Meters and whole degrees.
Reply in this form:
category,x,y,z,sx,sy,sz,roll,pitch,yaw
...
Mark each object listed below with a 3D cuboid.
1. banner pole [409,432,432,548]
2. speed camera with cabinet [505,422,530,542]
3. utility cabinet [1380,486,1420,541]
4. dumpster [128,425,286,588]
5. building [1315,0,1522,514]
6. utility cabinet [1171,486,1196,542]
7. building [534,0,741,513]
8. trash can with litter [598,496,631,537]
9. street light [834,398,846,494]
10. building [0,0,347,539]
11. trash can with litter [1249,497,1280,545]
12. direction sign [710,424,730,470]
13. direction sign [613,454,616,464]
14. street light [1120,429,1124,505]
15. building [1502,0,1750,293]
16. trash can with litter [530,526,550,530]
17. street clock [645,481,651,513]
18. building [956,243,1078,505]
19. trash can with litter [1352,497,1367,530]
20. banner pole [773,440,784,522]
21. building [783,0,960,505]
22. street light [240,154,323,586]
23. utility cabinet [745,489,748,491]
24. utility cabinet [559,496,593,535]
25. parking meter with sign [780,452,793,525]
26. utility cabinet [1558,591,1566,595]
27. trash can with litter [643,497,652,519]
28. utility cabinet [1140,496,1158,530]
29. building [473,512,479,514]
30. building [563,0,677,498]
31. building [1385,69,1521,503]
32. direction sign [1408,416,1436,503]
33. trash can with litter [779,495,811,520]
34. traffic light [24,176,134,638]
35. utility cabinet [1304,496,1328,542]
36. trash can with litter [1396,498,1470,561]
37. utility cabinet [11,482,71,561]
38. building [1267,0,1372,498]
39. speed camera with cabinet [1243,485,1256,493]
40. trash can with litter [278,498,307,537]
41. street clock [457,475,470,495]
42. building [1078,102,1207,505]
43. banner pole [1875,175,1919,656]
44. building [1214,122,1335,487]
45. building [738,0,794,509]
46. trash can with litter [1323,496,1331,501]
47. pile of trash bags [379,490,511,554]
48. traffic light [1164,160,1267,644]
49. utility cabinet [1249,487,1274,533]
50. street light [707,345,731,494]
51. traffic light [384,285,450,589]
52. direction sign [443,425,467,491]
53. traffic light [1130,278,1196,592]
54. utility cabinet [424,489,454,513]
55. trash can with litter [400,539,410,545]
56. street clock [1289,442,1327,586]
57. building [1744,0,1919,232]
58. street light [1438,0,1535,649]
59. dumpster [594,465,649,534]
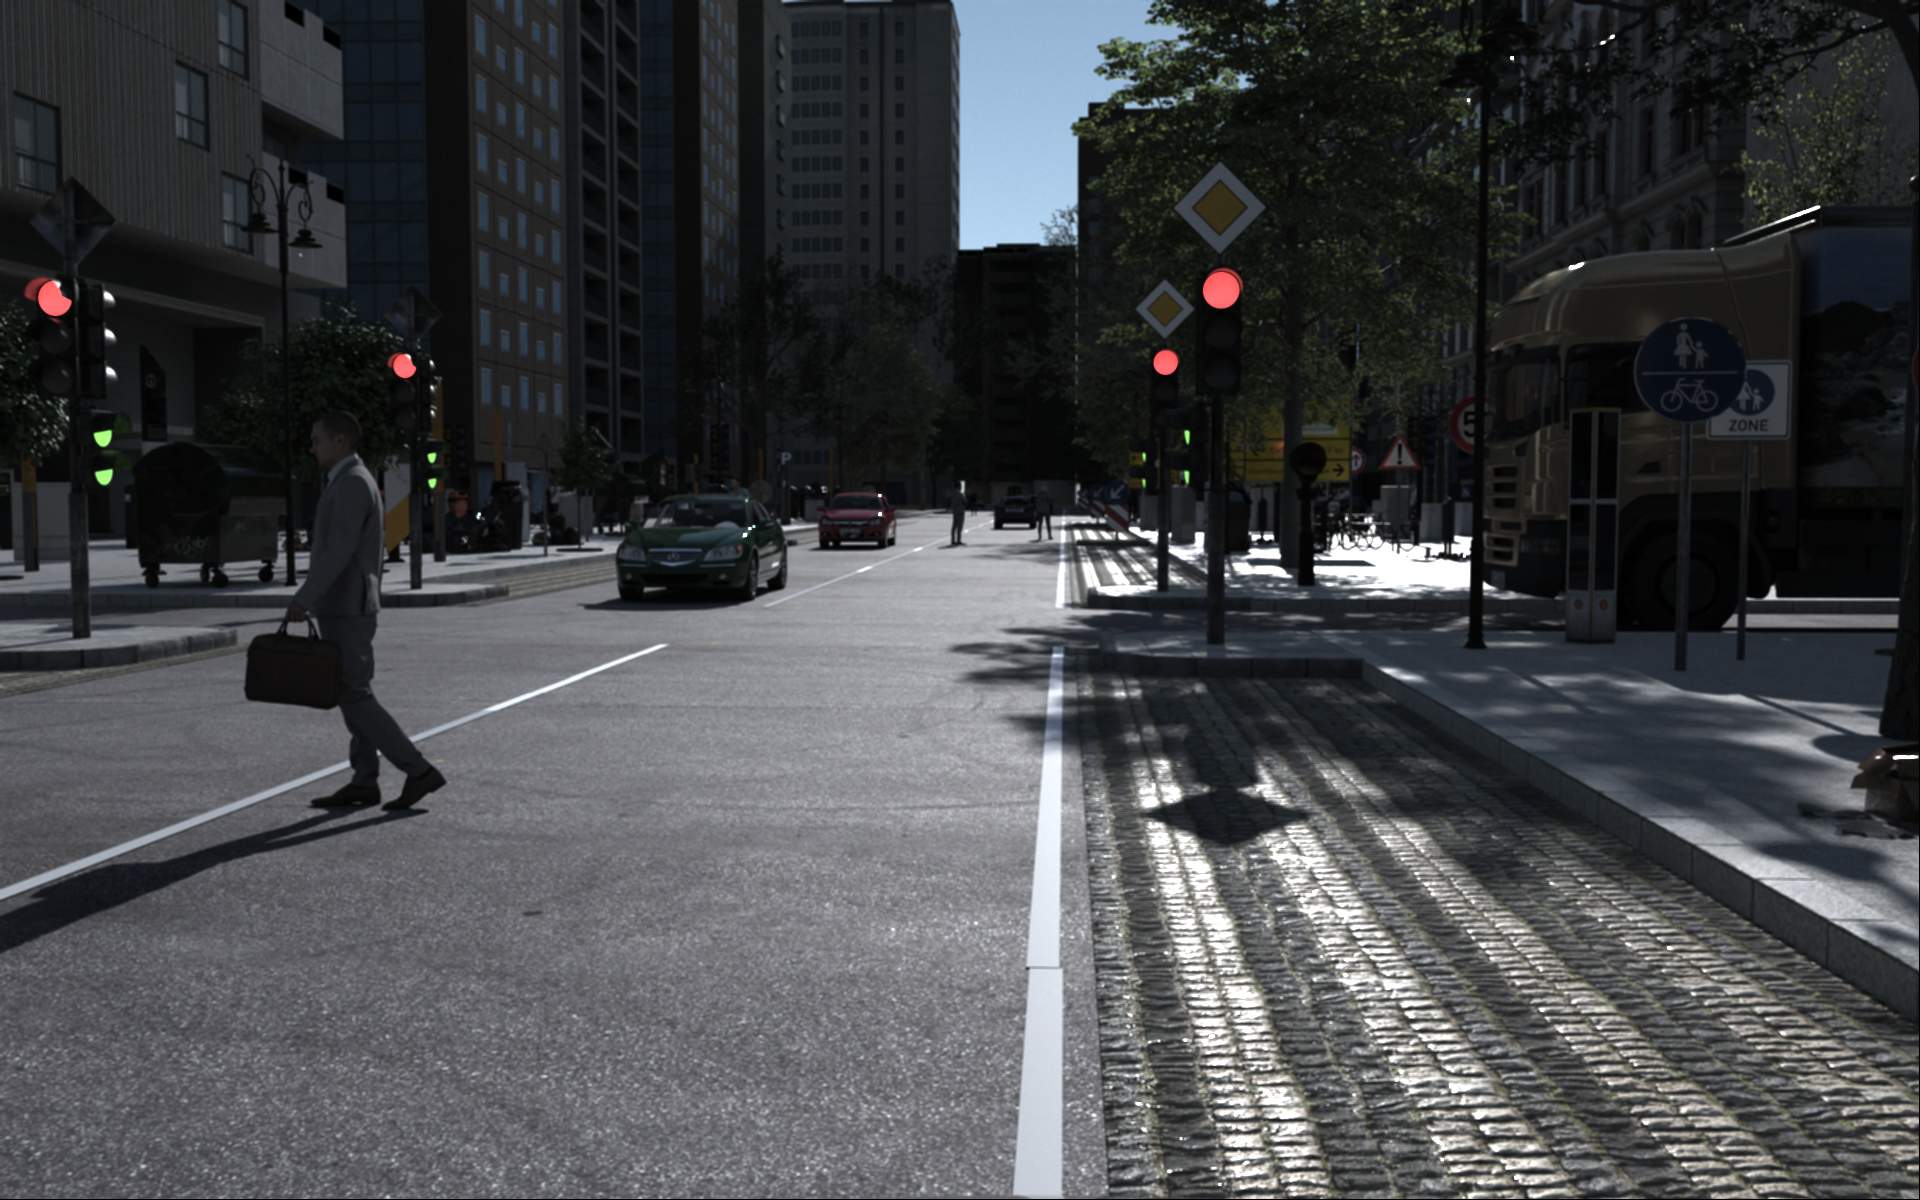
category,x,y,z,sx,sy,sz,roll,pitch,yaw
banner pole,-12.607,-3.105,40.780,0.863,3.779,0.401,1,4,20
speed camera with cabinet,-11.962,-3.211,46.831,0.660,3.252,2.038,-1,4,-15
utility cabinet,12.057,-2.369,47.416,1.173,1.500,0.318,-2,4,-29
dumpster,-10.529,-1.335,24.323,1.502,2.255,1.985,0,4,3
building,40.475,-25.814,113.939,32.217,40.220,23.993,0,4,3
utility cabinet,5.978,-2.295,46.205,0.318,1.500,1.173,2,4,26
building,-24.403,-29.193,127.410,14.600,45.320,14.200,0,4,3
trash can with litter,-10.300,-2.567,53.026,1.678,1.210,2.233,-2,4,-26
street light,-5.785,-6.772,83.505,0.468,5.910,1.993,0,4,3
building,-35.956,-28.242,50.995,28.713,52.752,27.495,0,4,3
trash can with litter,7.739,-2.076,44.999,1.678,1.210,2.233,1,4,11
direction sign,-7.807,-3.937,56.371,0.876,3.537,0.379,3,5,40
direction sign,-19.682,-6.497,98.217,0.379,3.537,0.876,1,4,14
street light,9.075,-7.568,96.531,0.468,5.910,1.993,0,4,3
building,28.523,-16.687,60.226,14.401,28.519,23.554,0,4,3
trash can with litter,-14.270,-3.083,61.464,2.233,1.210,1.678,2,4,28
street clock,-16.950,-5.475,94.079,0.358,2.002,0.471,2,4,34
building,6.679,-26.362,202.712,14.107,30.474,14.160,0,4,3
trash can with litter,14.252,-3.059,61.403,0.624,1.170,1.055,-1,4,-9
banner pole,-8.842,-5.741,83.876,0.401,3.779,0.863,2,4,27
building,-14.244,-40.636,206.398,28.212,58.520,21.231,0,4,3
street light,-9.349,-3.134,24.034,0.468,5.910,1.993,0,4,3
utility cabinet,-9.440,-4.163,76.736,0.318,1.500,1.173,1,4,23
utility cabinet,-12.096,-2.653,54.541,1.020,1.237,0.306,-2,4,-30
parking meter with sign,-7.261,-4.645,72.206,0.543,3.016,1.738,0,4,-8
utility cabinet,7.920,-0.655,21.879,0.306,1.237,1.020,-2,4,-32
trash can with litter,-16.489,-4.783,89.585,0.624,1.170,1.055,3,5,44
utility cabinet,6.800,-3.136,62.443,0.306,1.237,1.020,2,4,29
building,-27.212,-26.312,80.315,14.600,45.320,14.200,0,4,3
building,-29.316,-41.056,109.511,20.563,71.187,20.611,0,4,3
building,29.554,-14.845,84.513,13.314,21.916,24.055,0,4,3
direction sign,13.466,-3.583,50.584,0.876,3.537,0.379,-1,4,-14
trash can with litter,-7.944,-4.600,86.259,2.233,1.210,1.678,-1,4,-18
traffic light,-7.820,-1.616,15.336,0.839,4.253,0.868,0,4,3
utility cabinet,9.700,-2.203,47.175,0.306,1.237,1.020,-1,4,-10
trash can with litter,9.610,-1.418,34.248,1.678,1.210,2.233,0,4,6
utility cabinet,-17.222,-1.471,32.737,1.173,1.500,0.318,0,4,-5
building,38.029,-50.651,140.822,22.319,86.520,31.000,0,4,3
speed camera with cabinet,12.498,-4.952,75.305,0.660,3.252,2.038,1,4,23
trash can with litter,-20.144,-2.549,52.739,2.233,1.210,1.678,-1,4,-15
street clock,-19.216,-3.823,67.081,0.358,2.002,0.471,3,5,45
building,20.797,-33.708,201.233,14.200,45.320,14.600,0,4,3
banner pole,7.703,-1.440,13.567,0.863,3.779,0.401,3,5,43
building,42.524,-33.589,203.797,28.867,44.769,22.147,0,4,3
building,-26.625,-32.229,150.648,21.600,48.544,21.300,0,4,3
trash can with litter,17.355,-4.329,82.171,0.624,1.170,1.055,2,4,31
pile of trash bags,-11.659,-1.755,38.440,3.447,1.369,1.912,2,4,24
traffic light,2.174,-1.580,14.750,0.839,4.253,0.868,0,4,3
utility cabinet,10.064,-2.949,56.887,1.173,1.500,0.318,-2,4,-28
street light,-7.492,-4.962,53.919,0.468,5.910,1.993,0,4,3
traffic light,-7.338,-2.103,23.307,0.839,4.253,0.868,0,4,3
direction sign,-16.558,-3.962,56.776,0.876,3.537,0.379,1,4,17
traffic light,2.656,-2.067,22.721,0.839,4.253,0.868,0,4,3
utility cabinet,-21.814,-3.910,72.615,1.173,1.500,0.318,0,4,2
trash can with litter,-14.528,-1.973,43.309,2.233,1.210,1.678,0,4,1
street clock,4.846,-1.200,24.184,0.471,2.002,0.358,0,4,-5
building,28.642,-11.306,39.604,16.860,20.320,10.420,0,4,3
street light,4.297,-2.536,14.258,0.468,5.910,1.993,0,4,3
dumpster,-11.200,-3.335,57.026,1.502,2.255,1.985,0,4,3
